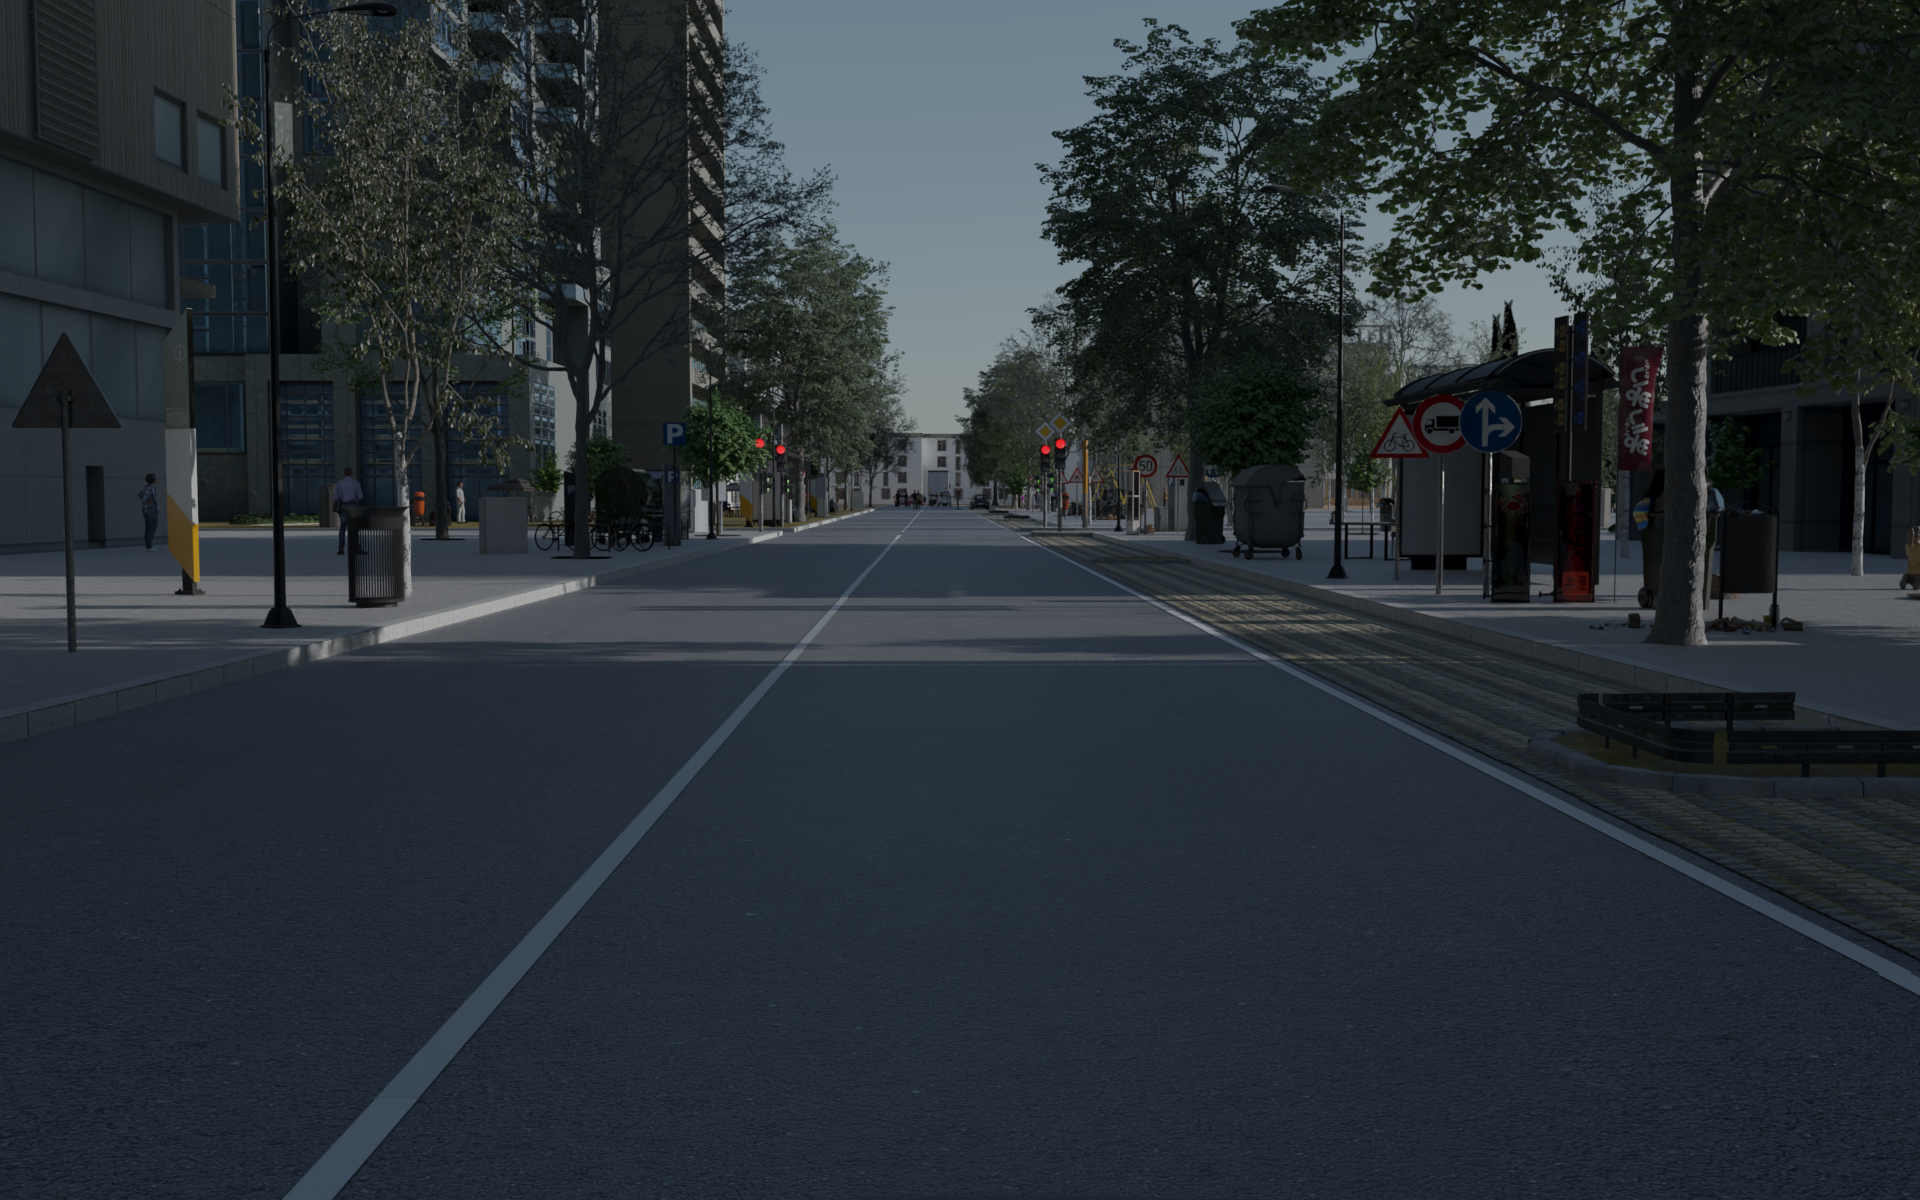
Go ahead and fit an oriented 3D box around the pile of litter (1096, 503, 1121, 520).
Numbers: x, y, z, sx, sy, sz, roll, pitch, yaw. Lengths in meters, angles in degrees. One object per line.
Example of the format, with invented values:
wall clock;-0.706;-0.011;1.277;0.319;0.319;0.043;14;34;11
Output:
pile of litter;7.294;-4.364;85.322;1.176;0.858;1.719;-1;4;-16

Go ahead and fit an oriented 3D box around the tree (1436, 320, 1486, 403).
tree;21.225;-7.357;70.642;4.360;8.622;3.978;0;3;0

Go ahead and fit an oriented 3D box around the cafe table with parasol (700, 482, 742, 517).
cafe table with parasol;-12.464;-5.583;96.144;2.610;1.966;2.610;2;4;26

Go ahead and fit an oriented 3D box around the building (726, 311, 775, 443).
building;-27.692;-19.533;175.786;16.016;20.091;11.380;0;4;-1

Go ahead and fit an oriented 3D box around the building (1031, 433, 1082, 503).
building;22.822;-18.350;242.166;28.070;9.664;9.099;0;4;-1

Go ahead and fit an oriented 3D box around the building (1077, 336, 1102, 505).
building;21.813;-21.136;201.986;16.016;20.091;11.380;0;4;-1

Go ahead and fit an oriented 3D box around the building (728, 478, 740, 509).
building;-23.706;-13.091;156.185;9.099;9.664;28.070;0;4;-1

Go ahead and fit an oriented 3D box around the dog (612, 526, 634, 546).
dog;-8.383;-1.597;42.937;0.406;0.507;0.540;1;4;23

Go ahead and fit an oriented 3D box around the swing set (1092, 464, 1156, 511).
swing set;8.547;-5.754;91.695;2.862;2.851;3.119;-2;4;-31

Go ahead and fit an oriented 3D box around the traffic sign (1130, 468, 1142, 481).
traffic sign;8.439;-5.122;83.843;0.768;2.556;0.104;0;4;0

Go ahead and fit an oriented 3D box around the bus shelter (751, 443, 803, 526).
bus shelter;-7.674;-4.739;71.406;2.014;3.302;5.546;0;4;-1

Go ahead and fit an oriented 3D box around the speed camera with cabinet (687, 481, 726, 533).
speed camera with cabinet;-8.520;-3.837;57.076;0.660;3.252;2.038;-3;5;-42

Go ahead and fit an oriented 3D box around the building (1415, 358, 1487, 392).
building;70.573;-23.789;245.363;11.380;20.091;16.016;0;4;-1

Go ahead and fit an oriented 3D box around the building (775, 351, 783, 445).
building;-26.414;-20.967;199.224;11.380;20.091;16.016;0;4;-1

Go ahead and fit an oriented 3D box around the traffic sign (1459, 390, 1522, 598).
traffic sign;6.530;-1.303;21.414;0.768;2.556;0.104;0;4;3

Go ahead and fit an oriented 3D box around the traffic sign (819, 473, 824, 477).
traffic sign;-8.283;-6.260;102.460;0.768;2.556;0.104;0;4;7

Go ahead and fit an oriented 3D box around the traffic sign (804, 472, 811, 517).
traffic sign;-8.603;-5.997;98.051;0.884;2.594;0.081;0;4;1

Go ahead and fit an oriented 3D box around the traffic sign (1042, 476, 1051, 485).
traffic sign;5.727;-7.141;116.481;0.795;2.593;0.064;0;4;5

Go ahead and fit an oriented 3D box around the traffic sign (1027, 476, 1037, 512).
traffic sign;5.090;-7.400;121.102;0.768;2.556;0.104;0;4;8

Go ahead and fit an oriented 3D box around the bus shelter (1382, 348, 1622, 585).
bus shelter;8.219;-2.009;26.774;2.014;3.302;5.546;0;4;-1

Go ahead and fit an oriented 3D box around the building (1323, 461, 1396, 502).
building;50.890;-18.369;242.475;28.070;9.664;9.099;0;4;-1

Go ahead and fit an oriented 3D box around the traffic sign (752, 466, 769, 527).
traffic sign;-7.843;-4.131;67.655;0.768;2.556;0.104;0;4;2

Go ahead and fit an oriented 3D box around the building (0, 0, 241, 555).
building;-32.320;-27.109;32.470;27.495;52.752;28.713;0;4;-1

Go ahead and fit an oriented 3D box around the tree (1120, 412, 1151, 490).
tree;14.291;-11.617;140.301;4.737;8.622;4.395;0;3;0

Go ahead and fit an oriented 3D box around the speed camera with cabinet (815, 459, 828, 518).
speed camera with cabinet;-7.596;-6.170;95.223;0.660;3.252;2.038;0;4;-2

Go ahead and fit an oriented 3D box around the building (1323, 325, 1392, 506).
building;42.119;-20.987;199.558;11.380;20.091;16.016;0;4;-1

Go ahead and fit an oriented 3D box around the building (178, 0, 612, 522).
building;-31.239;-47.721;92.916;22.319;86.520;31.000;0;4;-1

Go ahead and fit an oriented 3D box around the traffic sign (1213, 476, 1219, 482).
traffic sign;8.168;-3.394;55.602;0.768;2.556;0.104;0;4;8

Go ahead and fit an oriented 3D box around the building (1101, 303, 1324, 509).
building;23.690;-18.500;168.935;16.747;18.905;31.486;0;4;-1

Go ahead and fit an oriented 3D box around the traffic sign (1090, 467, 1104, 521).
traffic sign;6.339;-4.970;81.256;0.884;2.594;0.081;0;4;5

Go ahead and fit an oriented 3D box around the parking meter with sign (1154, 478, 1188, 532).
parking meter with sign;7.466;-3.848;59.169;1.738;3.016;0.543;-2;4;-26

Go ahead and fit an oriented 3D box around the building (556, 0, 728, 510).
building;-29.322;-30.865;128.341;21.300;48.544;21.600;0;4;-1

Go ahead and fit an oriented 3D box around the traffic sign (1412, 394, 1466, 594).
traffic sign;6.130;-1.344;22.086;0.768;2.556;0.104;0;4;4

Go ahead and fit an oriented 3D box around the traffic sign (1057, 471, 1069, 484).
traffic sign;5.369;-5.651;92.394;0.884;2.594;0.081;0;4;2

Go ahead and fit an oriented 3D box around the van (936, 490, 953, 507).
van;-1.779;-11.776;199.548;2.013;2.044;4.112;0;4;0

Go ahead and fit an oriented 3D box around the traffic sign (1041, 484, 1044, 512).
traffic sign;5.825;-7.561;123.724;0.768;2.556;0.104;1;4;9

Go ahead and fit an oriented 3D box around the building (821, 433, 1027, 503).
building;-5.239;-18.298;241.323;28.070;9.664;9.099;0;4;-1

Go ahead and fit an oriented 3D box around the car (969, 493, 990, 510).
car;1.814;-9.176;159.817;2.009;1.686;4.222;0;4;-2

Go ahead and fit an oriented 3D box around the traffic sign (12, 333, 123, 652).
traffic sign;-7.216;-0.856;14.006;0.884;2.594;0.081;0;4;0

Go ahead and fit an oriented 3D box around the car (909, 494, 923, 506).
car;-5.530;-12.593;214.940;2.155;1.783;4.494;0;4;-1

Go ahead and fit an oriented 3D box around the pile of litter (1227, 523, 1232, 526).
pile of litter;11.296;-3.362;68.928;1.176;0.858;1.719;-1;4;-12

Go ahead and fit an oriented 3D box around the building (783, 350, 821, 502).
building;-35.728;-24.850;250.268;32.646;21.610;27.936;0;4;-1

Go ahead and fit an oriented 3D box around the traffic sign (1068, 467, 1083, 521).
traffic sign;5.658;-5.122;83.749;0.884;2.594;0.081;0;4;6

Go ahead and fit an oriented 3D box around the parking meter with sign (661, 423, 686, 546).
parking meter with sign;-7.160;-2.864;43.095;0.543;3.016;1.738;-1;4;-14

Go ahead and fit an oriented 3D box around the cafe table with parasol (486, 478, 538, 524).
cafe table with parasol;-18.823;-4.211;73.709;2.610;1.966;2.610;-1;4;-14

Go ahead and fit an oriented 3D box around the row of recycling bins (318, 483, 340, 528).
row of recycling bins;-24.414;-3.686;67.372;1.069;1.692;3.534;-1;4;-19

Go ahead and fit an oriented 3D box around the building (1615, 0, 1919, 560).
building;28.689;-36.572;36.199;20.563;71.187;20.611;0;4;-1

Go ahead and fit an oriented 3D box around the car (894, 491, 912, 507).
car;-6.592;-11.535;197.636;2.155;1.783;4.494;0;4;-1

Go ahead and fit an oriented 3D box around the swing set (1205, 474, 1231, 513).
swing set;12.026;-4.775;75.689;3.119;2.851;2.862;0;4;7

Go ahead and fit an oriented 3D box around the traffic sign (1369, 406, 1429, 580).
traffic sign;6.500;-1.571;25.697;0.884;2.594;0.081;0;4;3

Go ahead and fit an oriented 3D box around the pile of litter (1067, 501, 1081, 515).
pile of litter;7.022;-5.591;105.382;1.719;0.858;1.176;2;4;33

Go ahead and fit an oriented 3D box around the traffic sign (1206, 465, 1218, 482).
traffic sign;7.870;-3.301;54.075;0.768;2.556;0.104;0;4;1

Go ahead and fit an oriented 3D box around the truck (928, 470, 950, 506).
truck;-2.601;-13.536;210.233;2.839;4.237;11.283;0;3;0

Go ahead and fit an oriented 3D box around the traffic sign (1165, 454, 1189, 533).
traffic sign;7.116;-3.452;56.448;0.884;2.594;0.081;0;4;1

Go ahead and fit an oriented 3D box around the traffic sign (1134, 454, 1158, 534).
traffic sign;5.892;-3.357;54.991;0.768;2.556;0.104;0;4;5

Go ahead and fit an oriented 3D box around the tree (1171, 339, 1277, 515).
tree;17.120;-11.207;108.993;9.928;11.665;9.643;0;3;0

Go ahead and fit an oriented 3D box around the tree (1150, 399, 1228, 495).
tree;17.614;-11.038;130.834;4.737;8.622;4.395;0;3;0

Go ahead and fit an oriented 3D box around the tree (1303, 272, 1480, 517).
tree;24.165;-11.351;95.960;12.009;13.543;11.850;0;3;0

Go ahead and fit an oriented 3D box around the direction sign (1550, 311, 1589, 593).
direction sign;7.696;-1.829;21.903;0.379;3.537;0.876;0;4;-7
